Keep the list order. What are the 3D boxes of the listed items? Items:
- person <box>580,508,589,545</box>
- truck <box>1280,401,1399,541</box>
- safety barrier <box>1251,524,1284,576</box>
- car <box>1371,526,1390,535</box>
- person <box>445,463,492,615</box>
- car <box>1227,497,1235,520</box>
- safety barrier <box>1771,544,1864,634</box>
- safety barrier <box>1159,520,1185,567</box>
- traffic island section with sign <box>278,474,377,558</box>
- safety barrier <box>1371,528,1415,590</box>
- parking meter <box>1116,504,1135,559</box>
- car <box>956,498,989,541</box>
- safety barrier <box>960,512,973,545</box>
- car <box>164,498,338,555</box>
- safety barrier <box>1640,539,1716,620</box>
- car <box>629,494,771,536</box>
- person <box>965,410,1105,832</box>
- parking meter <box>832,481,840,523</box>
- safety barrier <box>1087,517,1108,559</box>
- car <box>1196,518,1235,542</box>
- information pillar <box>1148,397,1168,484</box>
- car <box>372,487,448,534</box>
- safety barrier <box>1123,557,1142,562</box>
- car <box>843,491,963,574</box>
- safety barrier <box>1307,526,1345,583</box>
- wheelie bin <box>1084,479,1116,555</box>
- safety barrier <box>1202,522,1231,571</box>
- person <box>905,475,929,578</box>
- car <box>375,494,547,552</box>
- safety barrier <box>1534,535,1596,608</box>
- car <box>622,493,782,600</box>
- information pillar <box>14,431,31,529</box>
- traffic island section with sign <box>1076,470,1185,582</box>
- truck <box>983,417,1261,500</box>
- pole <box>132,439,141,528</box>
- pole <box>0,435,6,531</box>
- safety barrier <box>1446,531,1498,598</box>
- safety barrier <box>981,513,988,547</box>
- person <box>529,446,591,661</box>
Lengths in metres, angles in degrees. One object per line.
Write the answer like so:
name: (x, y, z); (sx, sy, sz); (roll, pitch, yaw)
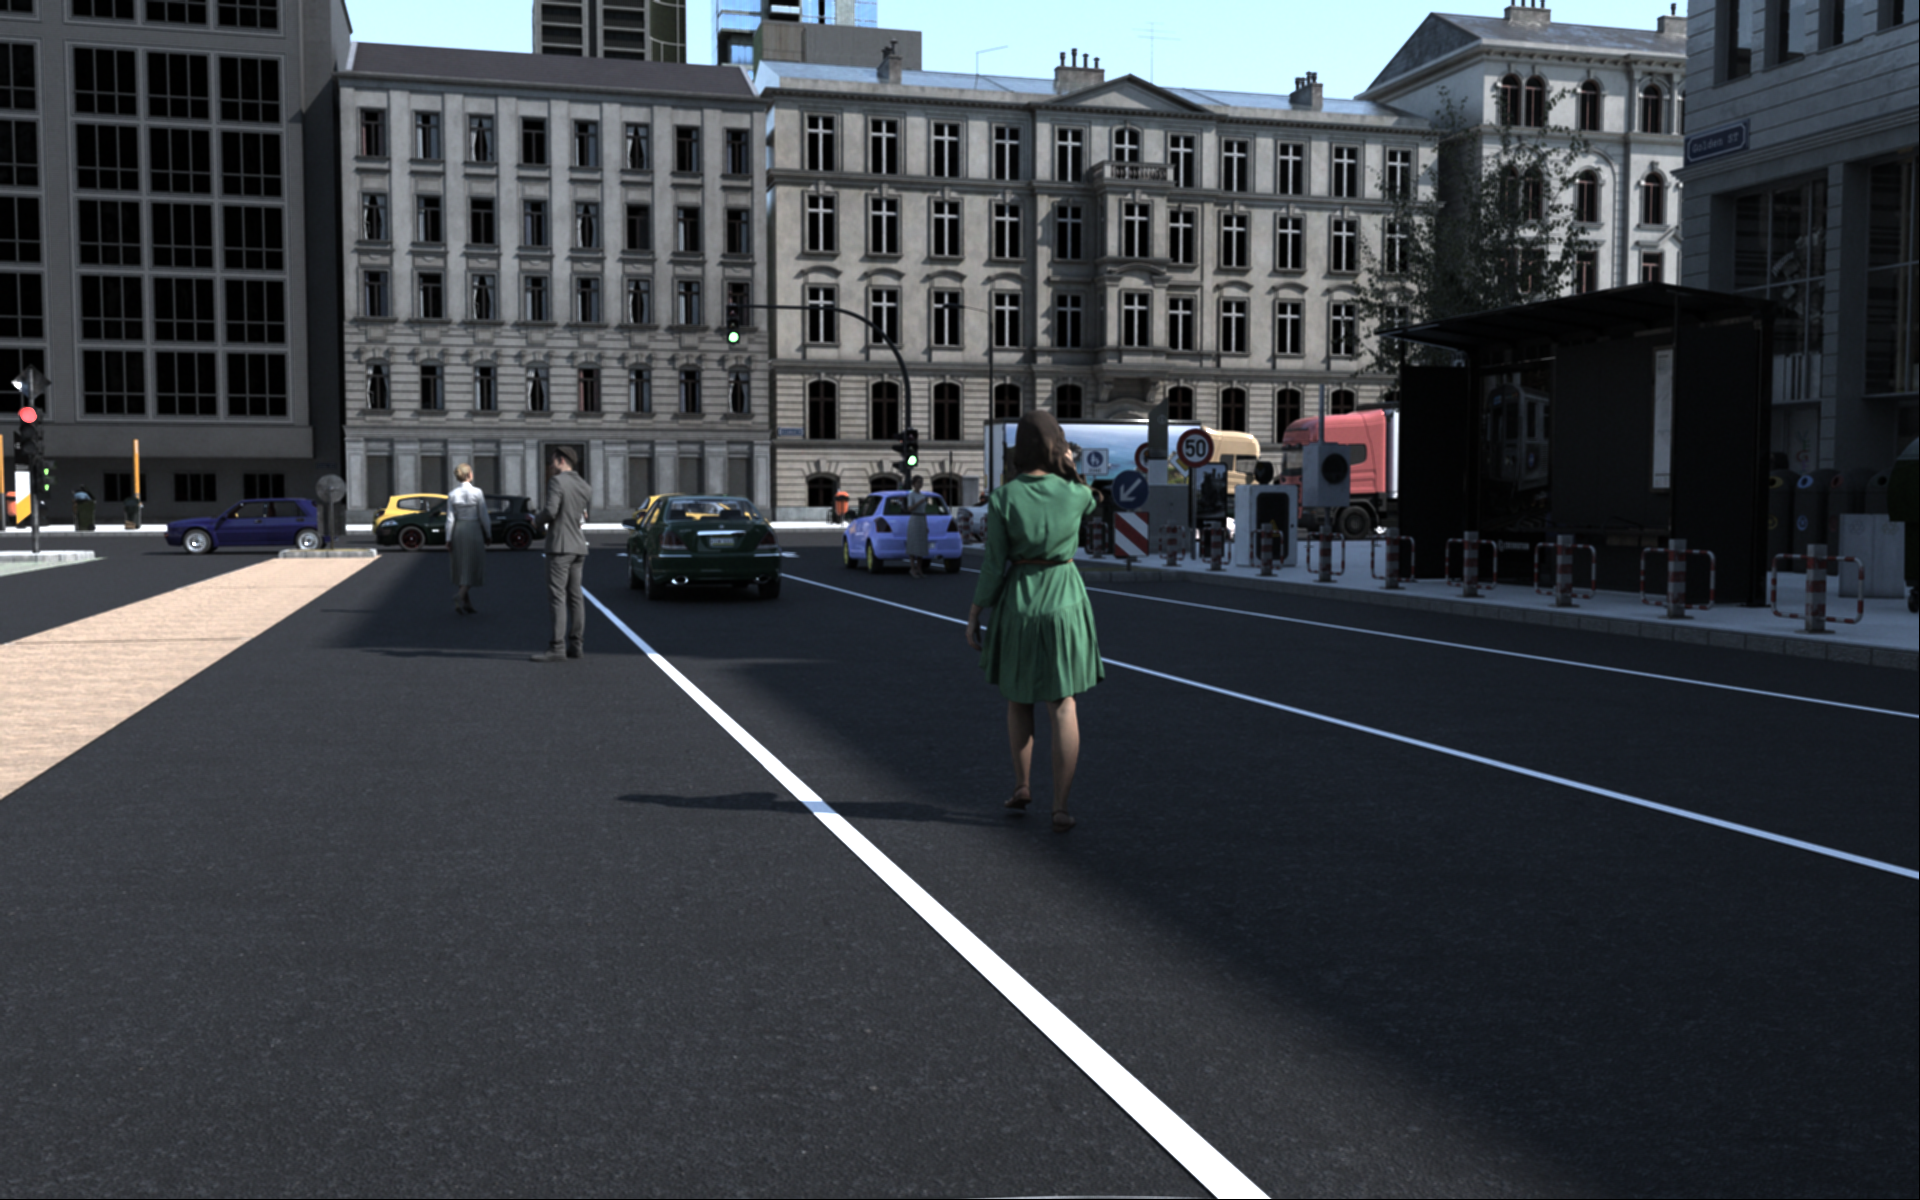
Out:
person: (-10.879, -2.432, 49.008); (0.760, 1.731, 0.466); (0, 4, 4)
truck: (14.949, -3.987, 54.102); (11.283, 4.237, 2.839); (-1, 4, -14)
safety barrier: (4.789, -0.781, 27.038); (0.300, 0.817, 1.120); (-1, 4, -15)
car: (15.753, -3.051, 61.888); (4.499, 1.417, 2.014); (-1, 4, -15)
person: (-5.896, -0.729, 20.638); (0.478, 1.798, 0.641); (1, 4, 15)
car: (9.417, -3.296, 63.670); (4.222, 1.686, 2.009); (-1, 4, -16)
safety barrier: (7.880, -0.102, 15.942); (0.300, 0.817, 1.120); (-1, 4, -15)
safety barrier: (3.760, -1.007, 30.740); (0.300, 0.817, 1.120); (-1, 4, -15)
traffic island section with sign: (-14.380, -1.917, 39.477); (2.006, 1.907, 1.989); (-1, 4, -15)
safety barrier: (5.826, -0.554, 23.330); (0.300, 0.817, 1.120); (-1, 4, -15)
parking meter: (3.274, -1.585, 34.323); (0.372, 1.533, 0.369); (0, 3, 0)
car: (2.088, -2.478, 52.519); (4.499, 1.417, 2.014); (-1, 4, -14)
safety barrier: (0.153, -1.800, 43.707); (0.300, 0.817, 1.120); (-1, 4, -15)
car: (-17.105, -1.798, 41.983); (3.894, 1.354, 1.945); (-1, 4, -16)
safety barrier: (7.361, -0.215, 17.788); (0.300, 0.817, 1.120); (-1, 4, -15)
car: (-7.342, -2.373, 49.015); (3.980, 1.641, 2.015); (-1, 4, -16)
person: (0.342, 0.075, 7.529); (0.600, 1.795, 0.529); (-1, 4, -12)
parking meter: (-5.533, -4.389, 77.472); (0.255, 1.863, 0.399); (1, 4, 19)
safety barrier: (2.733, -1.233, 34.436); (0.300, 0.817, 1.120); (-1, 4, -15)
car: (5.670, -2.296, 49.905); (4.827, 1.381, 2.083); (-1, 4, -14)
information pillar: (4.763, -3.072, 41.580); (0.504, 3.616, 0.183); (0, 4, -4)
car: (-15.438, -2.531, 51.608); (3.980, 1.641, 2.015); (-1, 4, -17)
safety barrier: (3.248, -1.120, 32.589); (0.300, 0.817, 1.120); (-1, 4, -15)
car: (-1.146, -1.408, 32.613); (1.945, 1.707, 3.694); (-1, 4, -14)
safety barrier: (5.312, -0.667, 25.177); (0.300, 0.817, 1.120); (-1, 4, -15)
wheelie bin: (3.111, -1.777, 36.962); (0.980, 1.594, 0.693); (-3, 4, -39)
safety barrier: (4.273, -0.894, 28.893); (0.300, 0.817, 1.120); (-1, 4, -15)
person: (-0.671, -1.258, 29.639); (0.524, 1.755, 0.480); (3, 4, 38)
car: (-12.676, -2.095, 44.048); (4.222, 1.686, 2.009); (-1, 4, -17)
safety barrier: (6.853, -0.328, 19.636); (0.300, 0.817, 1.120); (-1, 4, -15)
car: (-3.755, -0.810, 25.049); (2.131, 1.459, 4.920); (-1, 4, -15)
information pillar: (-34.613, -4.438, 63.909); (0.504, 3.616, 0.183); (-2, 4, -30)
traffic island section with sign: (2.505, -1.263, 29.277); (1.989, 1.847, 2.006); (-1, 4, -15)
truck: (6.597, -4.713, 65.969); (11.283, 4.237, 2.839); (-1, 4, -17)
pole: (-30.787, -4.337, 64.758); (0.158, 3.312, 0.155); (0, 3, 0)
pole: (-32.941, -4.013, 59.463); (0.158, 3.312, 0.155); (0, 3, 0)
safety barrier: (6.337, -0.441, 21.482); (0.300, 0.817, 1.120); (-1, 4, -15)
safety barrier: (0.670, -1.686, 41.843); (0.300, 0.817, 1.120); (-1, 4, -15)
person: (-3.510, -0.413, 15.061); (0.447, 1.846, 0.655); (1, 4, 20)
